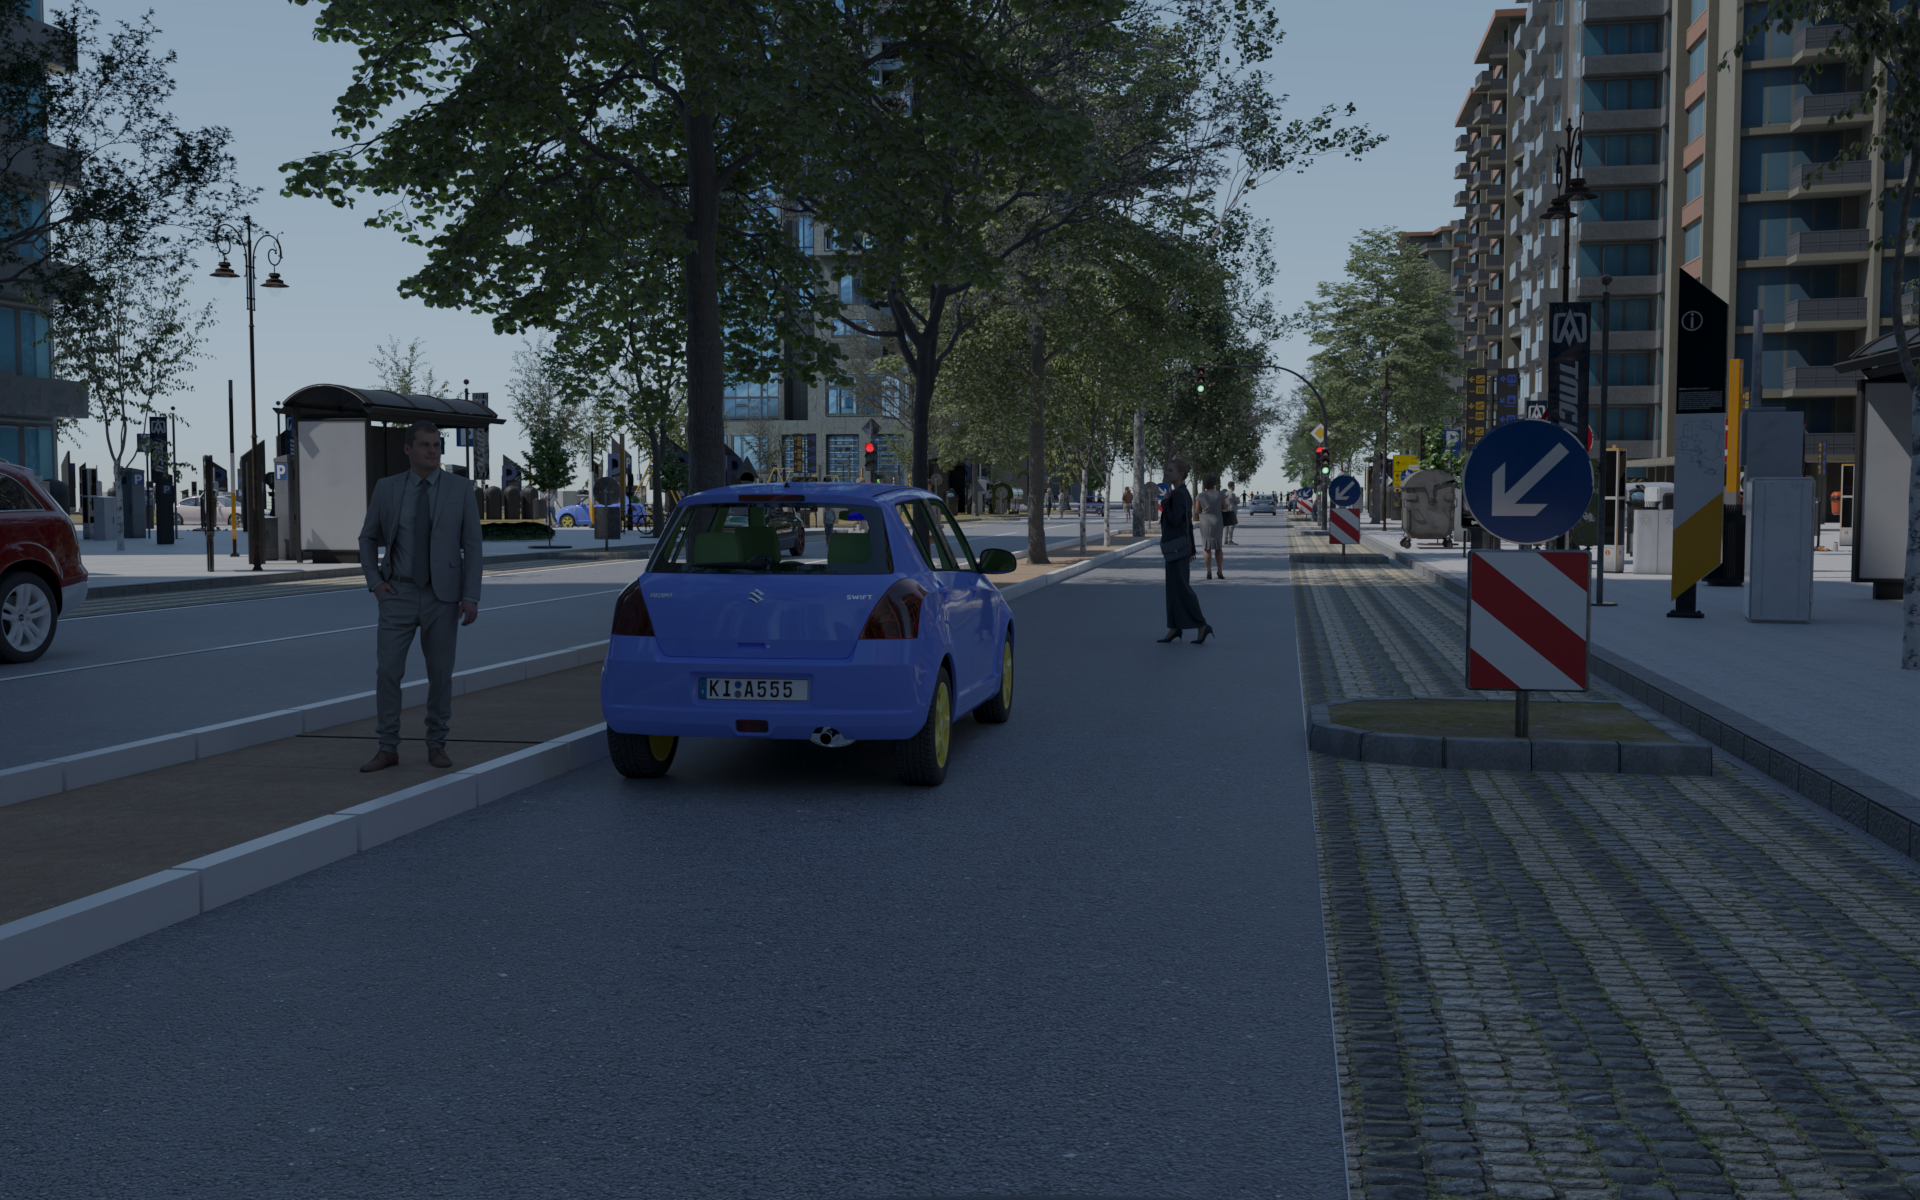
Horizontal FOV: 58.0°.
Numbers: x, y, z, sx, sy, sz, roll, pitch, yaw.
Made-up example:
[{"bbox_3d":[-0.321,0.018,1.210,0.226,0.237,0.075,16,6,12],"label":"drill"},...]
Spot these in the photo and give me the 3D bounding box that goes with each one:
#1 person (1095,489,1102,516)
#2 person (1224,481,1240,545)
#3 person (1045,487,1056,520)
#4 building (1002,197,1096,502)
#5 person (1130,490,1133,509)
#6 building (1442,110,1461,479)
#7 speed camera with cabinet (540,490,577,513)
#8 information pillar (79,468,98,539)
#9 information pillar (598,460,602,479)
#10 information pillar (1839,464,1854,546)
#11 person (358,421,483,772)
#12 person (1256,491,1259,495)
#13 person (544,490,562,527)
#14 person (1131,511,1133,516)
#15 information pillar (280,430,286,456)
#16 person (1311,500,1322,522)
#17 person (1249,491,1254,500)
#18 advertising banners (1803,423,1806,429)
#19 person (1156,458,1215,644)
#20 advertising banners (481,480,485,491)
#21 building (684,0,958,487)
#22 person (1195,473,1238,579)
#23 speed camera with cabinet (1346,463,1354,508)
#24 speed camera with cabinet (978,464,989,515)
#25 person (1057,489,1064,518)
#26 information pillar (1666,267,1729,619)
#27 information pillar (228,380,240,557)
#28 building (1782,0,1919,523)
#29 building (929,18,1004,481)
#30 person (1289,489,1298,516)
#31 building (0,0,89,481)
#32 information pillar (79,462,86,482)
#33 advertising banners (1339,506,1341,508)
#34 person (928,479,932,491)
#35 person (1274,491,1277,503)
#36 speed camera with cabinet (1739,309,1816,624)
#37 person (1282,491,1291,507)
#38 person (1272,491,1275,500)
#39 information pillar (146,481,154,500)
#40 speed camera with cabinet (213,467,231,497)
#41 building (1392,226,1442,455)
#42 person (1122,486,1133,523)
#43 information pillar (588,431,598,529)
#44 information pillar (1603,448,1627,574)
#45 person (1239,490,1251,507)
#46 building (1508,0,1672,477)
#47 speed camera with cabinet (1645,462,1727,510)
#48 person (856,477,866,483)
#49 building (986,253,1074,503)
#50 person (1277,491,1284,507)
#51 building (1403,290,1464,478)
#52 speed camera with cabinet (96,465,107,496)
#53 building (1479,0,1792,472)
[{"bbox_3d":[9.192,-6.474,114.898,0.519,1.759,0.362,-3,5,-42],"label":"person"},{"bbox_3d":[7.717,-2.462,48.932,0.466,1.800,0.511,-2,4,-29],"label":"person"},{"bbox_3d":[5.067,-5.410,97.130,0.709,1.800,0.728,-1,4,-14],"label":"person"},{"bbox_3d":[10.315,-45.326,283.077,21.231,58.520,28.212,1,4,11],"label":"building"},{"bbox_3d":[15.780,-9.314,160.654,0.709,1.838,0.599,0,4,-1],"label":"person"},{"bbox_3d":[63.969,-32.329,183.203,22.147,44.769,28.867,1,4,11],"label":"building"},{"bbox_3d":[-20.102,-5.651,86.725,0.660,3.252,2.038,2,4,30],"label":"speed camera with cabinet"},{"bbox_3d":[-24.684,-2.731,49.139,0.304,2.012,0.304,2,4,30],"label":"information pillar"},{"bbox_3d":[-23.680,-7.397,112.291,0.504,3.616,0.183,-1,4,-15],"label":"information pillar"},{"bbox_3d":[21.818,-2.329,42.565,0.304,2.012,0.304,2,4,31],"label":"information pillar"},{"bbox_3d":[-2.825,-0.029,9.066,0.635,1.810,0.391,-1,4,-19],"label":"person"},{"bbox_3d":[30.560,-10.288,177.433,1.217,1.743,0.721,-1,4,-15],"label":"person"},{"bbox_3d":[-16.096,-3.637,68.639,0.598,1.740,0.731,3,5,43],"label":"person"},{"bbox_3d":[11.876,-6.520,115.326,0.699,1.804,1.509,3,4,39],"label":"person"},{"bbox_3d":[-21.565,-3.937,55.725,0.504,3.616,0.183,-1,4,-16],"label":"information pillar"},{"bbox_3d":[18.458,-4.594,89.114,0.738,1.151,1.012,2,4,24],"label":"person"},{"bbox_3d":[38.899,-13.587,230.587,1.348,1.831,0.705,-3,4,-37],"label":"person"},{"bbox_3d":[19.658,-2.836,42.552,2.074,3.025,0.090,0,4,8],"label":"advertising banners"},{"bbox_3d":[2.152,-0.474,16.677,0.534,1.772,0.576,0,4,-7],"label":"person"},{"bbox_3d":[-41.897,-9.440,150.527,0.090,3.025,2.074,2,4,30],"label":"advertising banners"},{"bbox_3d":[-11.983,-52.101,164.517,22.319,86.520,31.000,1,4,11],"label":"building"},{"bbox_3d":[4.317,-1.240,29.136,0.716,1.782,0.532,0,4,8],"label":"person"},{"bbox_3d":[24.627,-7.063,109.818,0.660,3.252,2.038,1,4,18],"label":"speed camera with cabinet"},{"bbox_3d":[1.331,-6.990,108.623,0.660,3.252,2.038,1,4,13],"label":"speed camera with cabinet"},{"bbox_3d":[6.070,-5.872,105.077,0.524,1.755,0.480,2,4,26],"label":"person"},{"bbox_3d":[7.609,-1.620,17.845,0.504,3.616,0.183,2,4,32],"label":"information pillar"},{"bbox_3d":[-14.825,-2.688,35.298,0.183,3.616,0.504,-1,4,-22],"label":"information pillar"},{"bbox_3d":[48.438,-26.234,83.553,28.867,44.769,22.147,1,4,11],"label":"building"},{"bbox_3d":[-10.374,-37.062,195.206,28.713,52.752,27.495,1,4,11],"label":"building"},{"bbox_3d":[22.217,-6.490,115.203,0.643,1.750,0.593,-3,5,-43],"label":"person"},{"bbox_3d":[-42.105,-26.021,45.057,30.456,49.044,23.786,1,4,11],"label":"building"},{"bbox_3d":[-63.410,-8.190,125.262,0.504,3.616,0.183,-3,4,-37],"label":"information pillar"},{"bbox_3d":[23.436,-6.751,106.560,0.090,3.025,2.074,1,4,17],"label":"advertising banners"},{"bbox_3d":[-0.680,-1.552,34.621,0.466,1.731,0.760,-3,5,-45],"label":"person"},{"bbox_3d":[40.976,-13.277,225.442,0.709,1.838,0.599,-3,5,-40],"label":"person"},{"bbox_3d":[8.489,-1.446,17.973,0.660,3.252,2.038,1,4,22],"label":"speed camera with cabinet"},{"bbox_3d":[32.211,-9.848,170.233,1.217,1.735,0.721,0,4,1],"label":"person"},{"bbox_3d":[30.728,-9.893,170.776,0.750,1.759,0.617,1,4,17],"label":"person"},{"bbox_3d":[-45.593,-5.688,97.491,0.304,2.012,0.304,2,4,34],"label":"information pillar"},{"bbox_3d":[-55.350,-8.263,129.430,0.660,3.252,2.038,1,4,20],"label":"speed camera with cabinet"},{"bbox_3d":[81.573,-38.243,279.902,22.147,44.769,28.867,1,4,11],"label":"building"},{"bbox_3d":[8.441,-4.824,87.352,0.573,1.828,0.580,0,4,4],"label":"person"},{"bbox_3d":[-13.753,-4.481,64.626,0.183,3.616,0.504,-2,4,-24],"label":"information pillar"},{"bbox_3d":[10.566,-1.440,28.039,0.304,2.012,0.304,-3,5,-44],"label":"information pillar"},{"bbox_3d":[30.459,-10.844,185.424,1.348,1.869,0.705,-1,4,-8],"label":"person"},{"bbox_3d":[51.476,-30.734,122.113,23.786,49.044,30.456,1,4,11],"label":"building"},{"bbox_3d":[17.484,-2.884,41.482,2.038,3.252,0.660,-1,4,-10],"label":"speed camera with cabinet"},{"bbox_3d":[-2.122,-1.692,36.509,0.624,1.780,0.694,1,4,11],"label":"person"},{"bbox_3d":[0.240,-34.687,259.006,32.217,40.220,23.993,1,4,11],"label":"building"},{"bbox_3d":[36.330,-11.407,195.726,1.217,1.735,0.721,-1,4,-13],"label":"person"},{"bbox_3d":[73.467,-29.815,259.169,14.160,30.474,14.107,1,4,11],"label":"building"},{"bbox_3d":[-58.834,-7.624,118.988,0.660,3.252,2.038,1,4,22],"label":"speed camera with cabinet"},{"bbox_3d":[57.746,-30.607,155.050,22.147,44.769,28.867,1,4,11],"label":"building"}]
